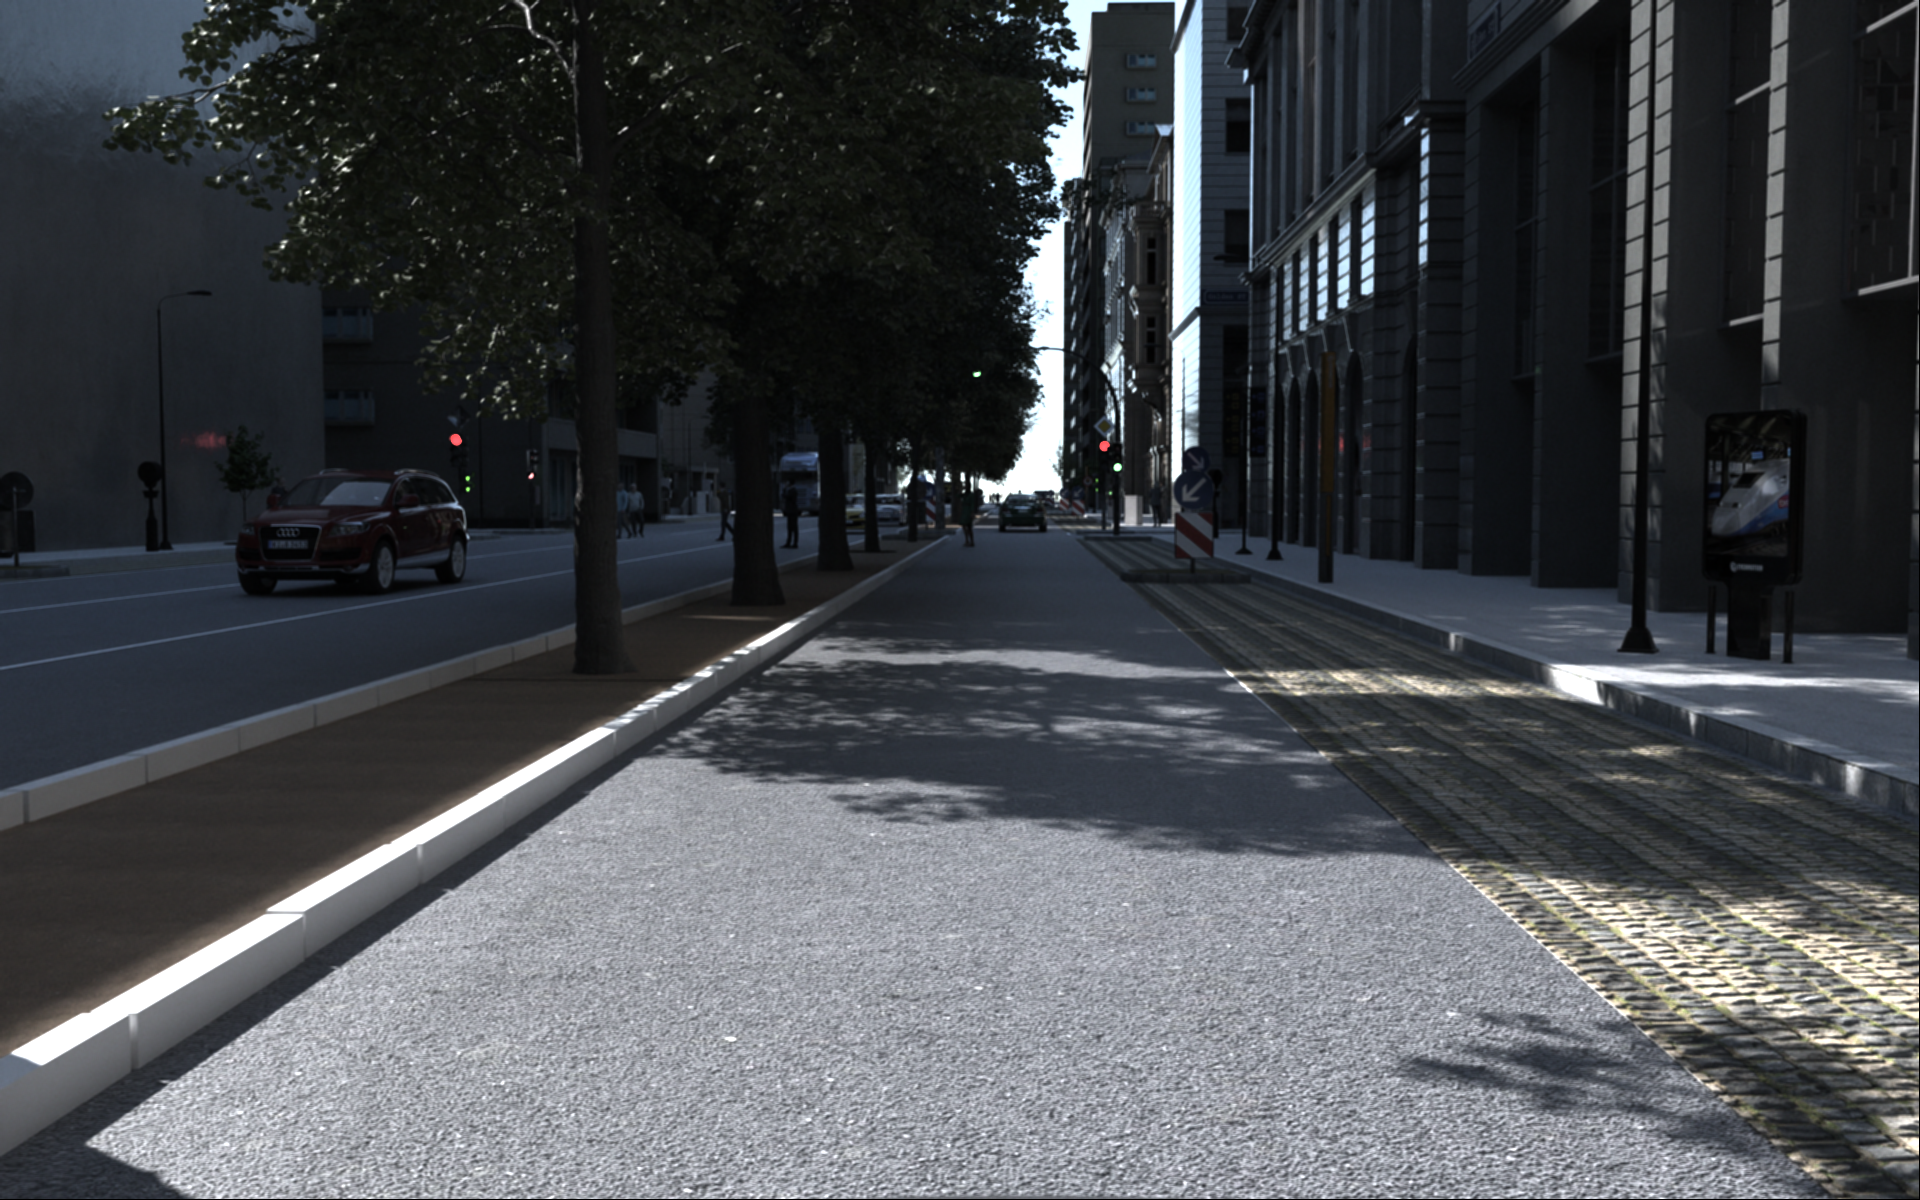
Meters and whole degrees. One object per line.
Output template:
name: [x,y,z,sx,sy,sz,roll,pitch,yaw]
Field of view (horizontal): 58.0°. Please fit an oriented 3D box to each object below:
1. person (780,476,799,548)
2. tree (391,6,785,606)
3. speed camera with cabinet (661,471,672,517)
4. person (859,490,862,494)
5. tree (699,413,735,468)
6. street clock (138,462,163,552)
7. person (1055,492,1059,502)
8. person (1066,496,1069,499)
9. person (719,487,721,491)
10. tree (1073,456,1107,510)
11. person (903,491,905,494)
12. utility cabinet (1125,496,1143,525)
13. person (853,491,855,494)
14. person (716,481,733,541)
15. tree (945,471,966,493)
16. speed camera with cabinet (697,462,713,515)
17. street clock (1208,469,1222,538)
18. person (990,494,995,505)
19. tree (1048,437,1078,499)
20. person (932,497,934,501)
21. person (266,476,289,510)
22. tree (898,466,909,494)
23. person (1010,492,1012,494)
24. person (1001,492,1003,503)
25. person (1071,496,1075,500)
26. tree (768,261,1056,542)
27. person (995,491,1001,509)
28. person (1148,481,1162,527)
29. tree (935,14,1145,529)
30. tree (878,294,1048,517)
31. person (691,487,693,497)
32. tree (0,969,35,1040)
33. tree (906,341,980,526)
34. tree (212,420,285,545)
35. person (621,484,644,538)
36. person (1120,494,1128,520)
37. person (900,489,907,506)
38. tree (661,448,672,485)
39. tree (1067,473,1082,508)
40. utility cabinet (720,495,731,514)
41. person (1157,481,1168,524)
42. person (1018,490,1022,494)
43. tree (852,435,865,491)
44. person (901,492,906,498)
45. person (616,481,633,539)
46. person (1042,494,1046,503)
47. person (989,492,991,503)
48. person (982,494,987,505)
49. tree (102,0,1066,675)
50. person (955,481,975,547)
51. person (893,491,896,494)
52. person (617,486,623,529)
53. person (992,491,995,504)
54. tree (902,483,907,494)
person: [-4.500,-2.315,45.705,0.474,1.900,0.648,-1,4,-13]
tree: [-2.600,-6.889,21.748,9.857,13.997,8.962,0,3,0]
speed camera with cabinet: [-16.602,-6.302,97.365,0.660,3.252,2.038,0,4,-3]
person: [-8.848,-8.927,154.469,0.705,1.823,1.348,1,4,9]
tree: [-15.841,-12.089,132.061,8.767,10.594,7.601,0,4,1]
street clock: [-18.071,-2.087,38.694,0.471,2.002,0.358,1,4,12]
person: [15.902,-16.912,283.290,1.217,1.736,0.721,2,4,26]
person: [12.758,-12.290,207.128,0.705,1.807,1.348,2,4,26]
person: [-18.111,-7.628,130.621,0.638,1.841,0.748,-3,4,-36]
tree: [11.110,-9.743,143.006,4.285,4.588,4.351,0,3,0]
person: [-9.471,-17.418,290.821,1.348,1.824,0.705,0,4,-4]
utility cabinet: [7.144,-3.671,71.175,0.306,1.237,1.020,-2,4,-24]
person: [-10.649,-10.037,173.326,1.217,1.743,0.721,-1,4,-19]
person: [-7.228,-2.754,53.438,0.836,1.842,0.656,-3,4,-36]
tree: [0.433,-9.859,114.018,4.737,8.622,4.395,0,3,0]
speed camera with cabinet: [-15.653,-6.849,106.311,0.660,3.252,2.038,0,4,5]
street clock: [7.411,-2.806,50.440,0.358,2.002,0.471,3,5,42]
person: [4.380,-13.524,232.801,0.799,1.438,0.628,-1,4,-8]
tree: [13.190,-16.513,220.345,4.737,8.622,4.395,0,3,0]
person: [-2.769,-10.057,176.191,0.557,1.426,1.065,3,5,45]
person: [-18.468,-2.477,46.958,0.534,1.772,0.576,1,4,19]
tree: [-10.111,-20.918,292.365,4.737,8.622,4.395,0,3,0]
person: [5.918,-11.635,199.647,0.541,1.710,0.530,0,4,4]
person: [7.030,-17.367,293.164,0.721,1.743,1.217,1,4,18]
person: [10.908,-9.758,166.269,0.721,1.739,1.217,-1,4,-17]
tree: [-1.457,-6.973,50.876,8.767,10.594,7.601,0,4,2]
person: [3.659,-9.641,167.051,0.541,1.710,0.530,1,4,16]
person: [7.600,-3.749,67.523,0.537,1.800,0.526,0,4,-3]
tree: [0.397,-12.749,66.797,12.611,20.169,13.585,0,3,0]
tree: [-0.108,-10.684,94.153,9.611,12.733,9.660,0,3,0]
person: [-20.105,-7.506,129.037,0.793,1.790,0.793,-1,4,-19]
tree: [-3.234,-4.653,4.286,9.928,11.665,9.643,0,3,0]
tree: [-1.073,-7.562,76.453,4.360,8.622,3.978,0,3,0]
tree: [-18.273,-3.019,43.957,1.663,3.219,1.824,0,3,0]
person: [-10.754,-2.926,56.819,0.782,1.767,0.515,-1,4,-15]
person: [8.153,-4.563,84.924,0.640,1.303,0.475,1,4,9]
person: [-4.202,-7.271,127.732,0.694,1.780,0.624,3,5,40]
tree: [-16.784,-6.546,90.748,4.285,4.588,4.351,0,3,0]
tree: [10.671,-10.163,160.761,1.663,3.219,1.824,0,3,0]
utility cabinet: [-15.343,-6.246,113.291,0.306,1.237,1.020,1,4,20]
person: [8.681,-4.200,74.524,0.447,1.846,0.655,-1,4,-21]
person: [4.667,-7.706,134.774,0.678,1.792,0.850,-1,4,-8]
tree: [-13.086,-16.034,212.518,4.360,8.622,3.978,0,3,0]
person: [-5.318,-9.312,161.426,0.721,1.739,1.217,-3,5,-40]
person: [-10.670,-2.844,54.865,0.748,1.841,0.638,-2,4,-29]
person: [11.036,-13.389,227.862,0.683,1.767,0.568,1,4,18]
person: [5.047,-17.361,292.283,0.705,1.831,1.348,-1,4,-15]
person: [3.108,-13.162,226.881,0.799,1.438,0.628,-2,4,-27]
tree: [-2.780,-5.655,13.037,7.486,12.596,7.792,0,3,0]
person: [0.228,-2.345,47.086,0.529,1.795,0.600,-3,5,-43]
person: [-7.783,-12.077,206.409,0.683,1.767,0.568,1,4,20]
person: [-13.762,-3.764,70.212,0.590,1.801,0.661,-3,5,-40]
person: [5.030,-15.205,257.126,0.705,1.821,1.348,-3,4,-38]
tree: [-9.620,-18.465,296.506,1.663,3.219,1.824,0,3,0]
